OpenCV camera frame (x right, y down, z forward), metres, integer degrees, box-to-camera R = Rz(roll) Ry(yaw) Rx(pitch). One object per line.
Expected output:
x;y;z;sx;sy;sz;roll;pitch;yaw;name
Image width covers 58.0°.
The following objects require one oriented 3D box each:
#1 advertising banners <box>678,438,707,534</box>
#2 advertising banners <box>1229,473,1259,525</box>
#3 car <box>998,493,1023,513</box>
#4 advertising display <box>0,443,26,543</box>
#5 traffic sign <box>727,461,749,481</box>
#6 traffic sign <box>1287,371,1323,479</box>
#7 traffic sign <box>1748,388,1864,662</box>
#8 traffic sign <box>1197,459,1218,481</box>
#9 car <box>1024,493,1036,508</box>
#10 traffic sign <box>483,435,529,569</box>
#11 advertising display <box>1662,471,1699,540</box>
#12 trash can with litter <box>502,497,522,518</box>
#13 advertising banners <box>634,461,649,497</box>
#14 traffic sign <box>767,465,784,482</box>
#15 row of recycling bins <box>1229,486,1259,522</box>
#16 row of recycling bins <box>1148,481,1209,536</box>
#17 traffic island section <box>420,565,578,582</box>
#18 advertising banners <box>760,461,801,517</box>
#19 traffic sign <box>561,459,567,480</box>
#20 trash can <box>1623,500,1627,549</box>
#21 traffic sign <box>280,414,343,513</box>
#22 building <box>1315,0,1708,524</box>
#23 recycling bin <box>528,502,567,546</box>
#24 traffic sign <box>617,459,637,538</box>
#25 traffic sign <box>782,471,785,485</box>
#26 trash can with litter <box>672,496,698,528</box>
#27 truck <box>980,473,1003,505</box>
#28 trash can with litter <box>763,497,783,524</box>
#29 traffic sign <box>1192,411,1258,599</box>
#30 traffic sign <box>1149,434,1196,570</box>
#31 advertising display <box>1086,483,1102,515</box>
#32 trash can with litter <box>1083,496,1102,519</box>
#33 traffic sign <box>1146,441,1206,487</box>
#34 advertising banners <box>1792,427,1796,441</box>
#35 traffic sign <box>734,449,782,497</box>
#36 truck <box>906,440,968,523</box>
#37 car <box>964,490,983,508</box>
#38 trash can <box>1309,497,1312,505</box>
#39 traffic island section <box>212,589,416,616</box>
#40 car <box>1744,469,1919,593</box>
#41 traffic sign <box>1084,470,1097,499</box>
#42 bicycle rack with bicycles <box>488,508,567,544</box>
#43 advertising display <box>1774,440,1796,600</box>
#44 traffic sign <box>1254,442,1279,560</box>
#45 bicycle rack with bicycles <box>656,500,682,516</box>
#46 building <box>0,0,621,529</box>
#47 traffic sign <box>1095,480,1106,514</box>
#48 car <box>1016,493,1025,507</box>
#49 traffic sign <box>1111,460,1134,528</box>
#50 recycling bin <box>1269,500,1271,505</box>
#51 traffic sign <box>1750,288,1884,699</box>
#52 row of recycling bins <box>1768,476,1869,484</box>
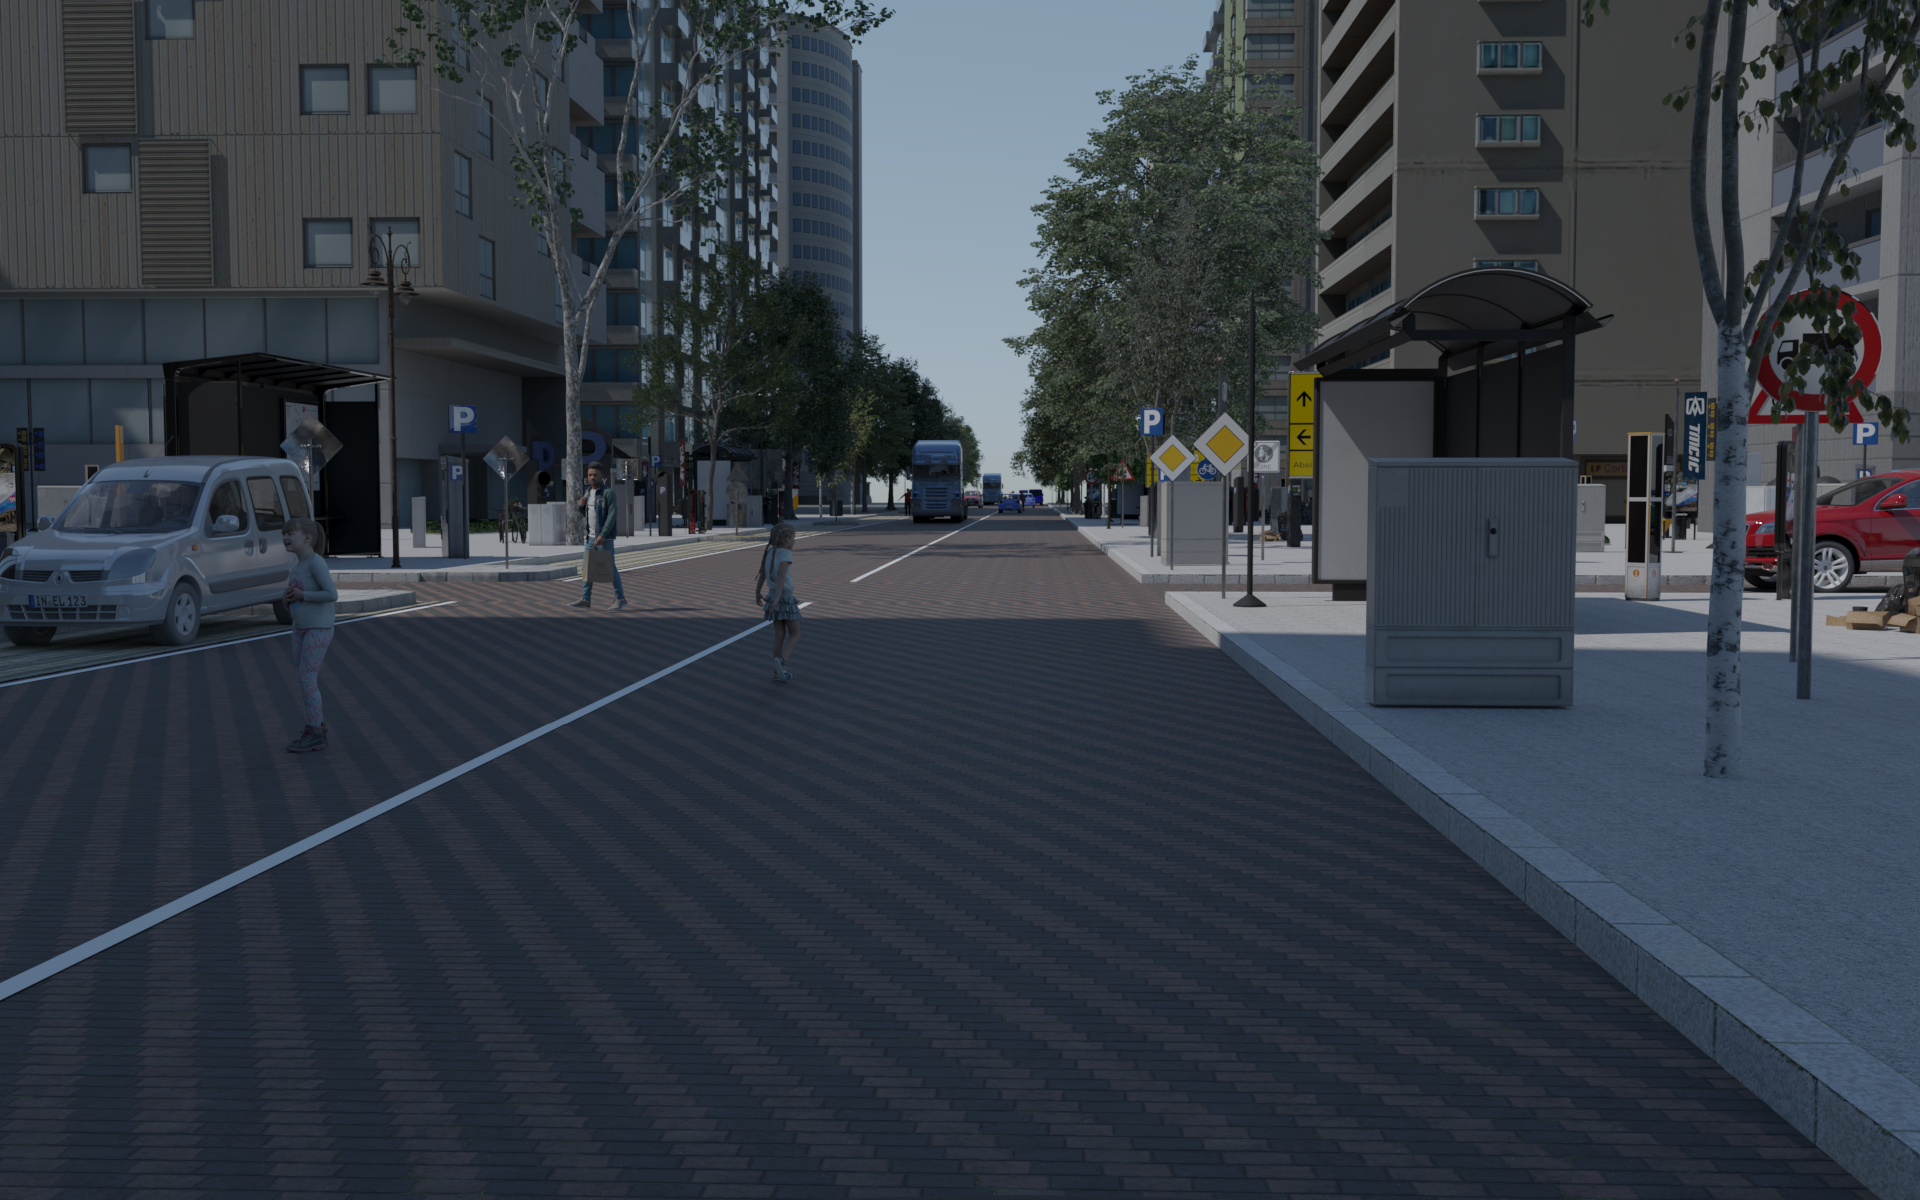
-8.581;-3.625;55.459;0.090;3.025;2.074;1;4;16;advertising banners
11.550;-4.581;71.086;0.090;3.025;2.074;-3;4;-38;advertising banners
3.794;-7.402;130.610;1.945;1.707;3.694;0;4;4;car
-12.310;-1.029;22.036;0.974;1.923;0.123;1;4;18;advertising display
-8.871;-4.224;69.066;0.884;2.594;0.081;0;4;5;traffic sign
6.550;-2.125;28.616;2.265;3.308;0.079;1;4;10;traffic sign
6.378;-0.805;13.172;0.884;2.594;0.081;0;4;6;traffic sign
8.831;-3.774;61.803;0.768;2.556;0.104;1;4;8;traffic sign
6.887;-10.352;178.850;1.945;1.707;3.694;0;4;2;car
-7.764;-1.590;29.643;0.795;2.450;0.064;0;4;2;traffic sign
20.122;-2.641;48.400;0.974;1.923;0.123;0;4;2;advertising display
-16.414;-3.135;62.647;0.624;1.170;1.055;3;4;38;trash can with litter
-17.406;-5.893;92.533;2.074;3.025;0.090;2;4;28;advertising banners
-8.040;-4.615;75.554;0.768;2.556;0.104;0;4;3;traffic sign
12.773;-4.520;81.022;1.069;1.692;3.534;3;5;43;row of recycling bins
7.010;-2.897;54.471;1.069;1.692;3.534;3;4;38;row of recycling bins
-7.788;-0.454;29.706;2.009;0.180;2.903;0;4;2;traffic island section
-9.497;-5.902;92.691;2.074;3.025;0.090;-1;4;-13;advertising banners
-11.222;-2.934;50.099;0.606;2.300;0.079;0;4;4;traffic sign
15.130;-1.645;38.542;0.748;1.137;0.748;0;3;0;trash can
-8.106;-1.102;21.665;0.795;2.450;0.064;0;4;2;traffic sign
29.496;-28.054;82.390;21.300;48.544;21.600;0;4;2;building
-10.321;-1.881;43.316;0.722;1.027;0.722;1;4;11;recycling bin
-9.708;-2.959;50.502;0.606;2.300;0.079;0;4;3;traffic sign
-9.455;-5.730;93.791;0.768;2.556;0.104;0;4;8;traffic sign
-10.376;-3.343;65.721;1.678;1.210;2.233;-1;4;-17;trash can with litter
4.515;-14.664;229.508;2.967;4.110;18.799;0;4;3;truck
-8.059;-3.830;74.000;0.624;1.170;1.055;2;4;34;trash can with litter
3.227;-1.071;21.161;0.795;2.450;0.064;0;4;2;traffic sign
3.569;-1.559;29.139;0.795;2.450;0.064;0;4;2;traffic sign
7.214;-5.378;93.138;0.974;1.923;0.123;3;5;40;advertising display
6.816;-4.727;88.668;1.055;1.170;0.624;3;5;43;trash can with litter
8.147;-4.376;65.427;2.265;3.308;0.079;0;4;6;traffic sign
21.311;-3.012;45.431;0.090;3.025;2.074;-2;4;-32;advertising banners
-9.174;-5.185;78.654;2.265;3.308;0.079;1;4;10;traffic sign
-0.950;-6.301;92.779;2.967;4.110;18.799;0;4;1;truck
1.246;-10.270;176.590;2.281;1.827;5.304;0;4;4;car
16.978;-4.336;82.542;0.748;1.137;0.748;0;3;0;trash can
-8.130;0.034;21.728;2.009;0.180;2.903;0;4;2;traffic island section
13.948;-1.028;25.479;5.304;1.827;2.281;0;4;1;car
6.835;-5.494;89.934;0.768;2.556;0.104;0;4;5;traffic sign
-11.184;-1.976;45.684;2.852;0.926;2.925;0;4;-5;bicycle rack with bicycles
10.171;-0.977;21.184;0.123;1.923;0.974;3;5;41;advertising display
5.859;-1.916;33.463;0.606;2.300;0.079;1;4;9;traffic sign
-17.121;-5.511;103.491;2.852;0.926;2.925;3;5;40;bicycle rack with bicycles
-31.265;-29.661;74.199;28.713;52.752;27.495;0;4;2;building
7.325;-5.546;90.681;0.884;2.594;0.081;1;4;9;traffic sign
6.263;-11.022;189.808;1.945;1.707;3.694;0;4;2;car
6.148;-4.001;65.428;0.884;2.594;0.081;1;4;12;traffic sign
14.019;-3.872;75.865;0.722;1.027;0.722;-2;4;-27;recycling bin
5.286;-0.652;10.774;0.768;2.556;0.104;1;4;11;traffic sign
20.431;-2.004;39.883;3.534;1.692;1.069;1;4;9;row of recycling bins
